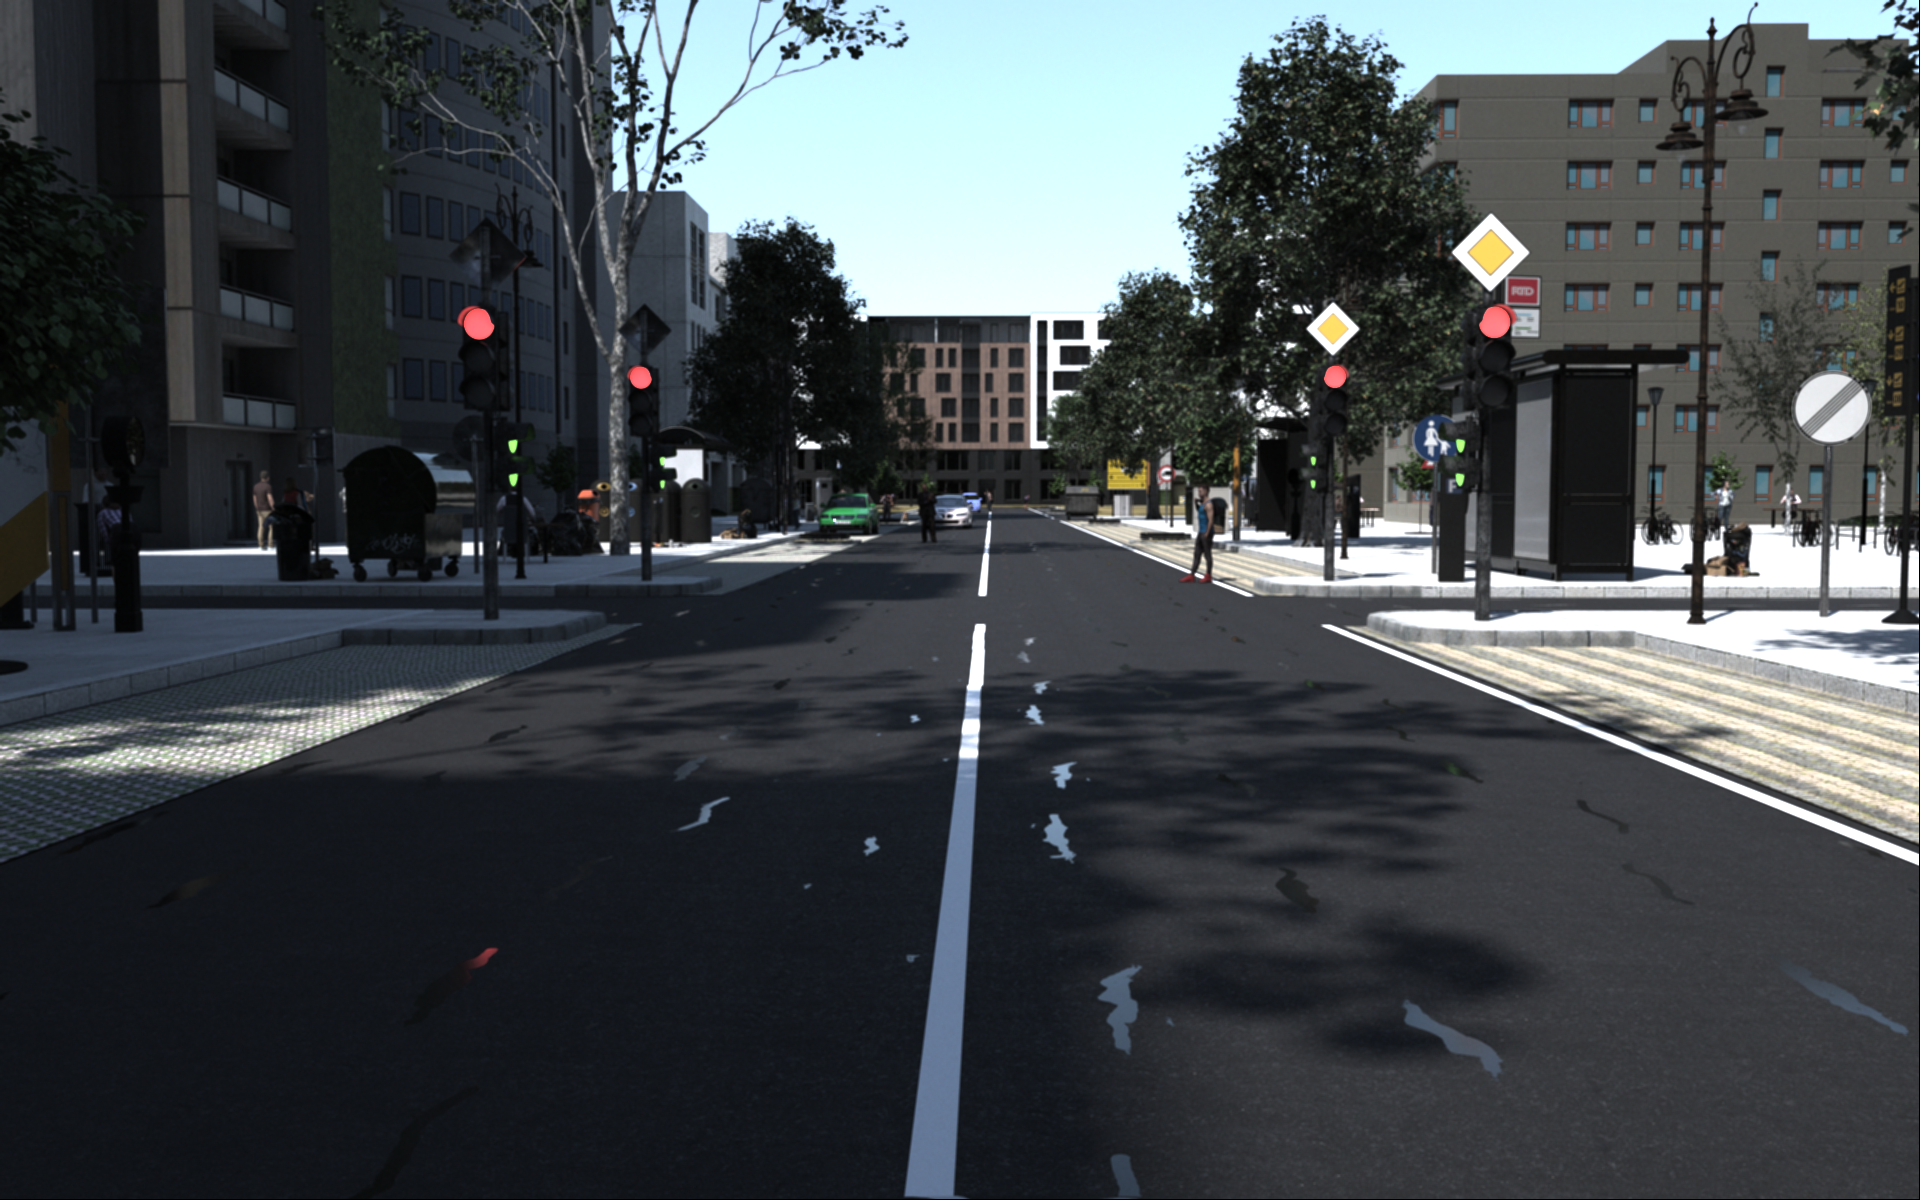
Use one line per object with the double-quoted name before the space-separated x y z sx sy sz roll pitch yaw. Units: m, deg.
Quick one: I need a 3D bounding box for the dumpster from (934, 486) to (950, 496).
"dumpster" -1.923 -9.969 167.939 1.985 2.255 1.502 0 4 2

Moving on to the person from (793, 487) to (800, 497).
"person" -11.864 -7.229 124.254 1.348 1.823 0.705 3 5 42

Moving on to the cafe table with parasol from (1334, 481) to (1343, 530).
"cafe table with parasol" 12.947 -3.511 62.277 2.610 1.966 2.610 0 4 -4

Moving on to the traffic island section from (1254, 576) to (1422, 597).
"traffic island section" 5.464 -0.200 25.548 2.009 0.180 2.903 0 4 1

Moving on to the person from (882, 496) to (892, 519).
"person" -3.685 -4.680 86.484 0.593 1.643 0.415 -1 4 -14

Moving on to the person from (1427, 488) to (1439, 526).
"person" 19.068 -3.832 69.520 0.431 1.722 0.655 -1 4 -14

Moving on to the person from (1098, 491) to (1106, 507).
"person" 14.690 -10.497 179.750 0.705 1.869 1.348 -3 5 -43

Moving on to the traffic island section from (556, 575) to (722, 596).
"traffic island section" -4.675 -0.211 25.739 2.009 0.180 2.903 0 4 1

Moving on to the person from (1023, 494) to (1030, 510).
"person" 5.912 -8.635 152.909 0.421 1.427 0.697 -3 4 -36

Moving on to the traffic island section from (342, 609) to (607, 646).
"traffic island section" -4.822 0.277 17.755 2.009 0.180 2.903 0 4 1

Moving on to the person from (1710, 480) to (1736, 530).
"person" 25.106 -3.067 56.914 0.841 1.734 0.376 0 4 4

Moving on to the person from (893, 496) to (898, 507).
"person" -6.655 -10.246 174.280 1.217 1.735 0.721 3 5 43

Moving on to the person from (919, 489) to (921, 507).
"person" -3.953 -10.246 173.581 0.705 1.821 1.348 -1 4 -14

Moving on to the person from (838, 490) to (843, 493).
"person" -9.821 -8.421 144.255 0.617 1.759 0.750 1 4 19

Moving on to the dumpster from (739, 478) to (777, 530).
"dumpster" -7.228 -3.449 62.154 1.264 1.857 1.865 0 4 1

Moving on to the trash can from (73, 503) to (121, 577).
"trash can" -13.366 -0.934 26.932 0.748 1.137 0.748 0 3 0

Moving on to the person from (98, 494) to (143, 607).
"person" -10.735 -0.634 22.102 0.697 1.427 0.421 3 5 41

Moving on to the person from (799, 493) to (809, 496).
"person" -13.728 -8.874 151.818 1.217 1.739 0.721 -1 4 -19

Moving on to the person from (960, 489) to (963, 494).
"person" 0.132 -8.129 141.435 0.705 1.821 1.348 0 4 -4

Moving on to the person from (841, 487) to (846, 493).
"person" -8.461 -7.267 125.394 0.617 1.759 0.750 -1 4 -8

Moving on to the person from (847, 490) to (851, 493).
"person" -8.873 -7.979 137.964 0.415 1.643 0.593 0 4 4

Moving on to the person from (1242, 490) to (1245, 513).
"person" 18.573 -6.680 115.125 0.599 1.838 0.709 -3 5 -41

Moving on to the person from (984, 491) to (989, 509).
"person" 2.570 -9.374 162.564 0.742 1.727 0.445 2 4 27

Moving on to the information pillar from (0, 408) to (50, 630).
"information pillar" -8.935 -1.531 16.384 0.504 3.616 0.183 -1 4 -15

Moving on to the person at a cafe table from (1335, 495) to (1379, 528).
"person at a cafe table" 15.023 -3.417 66.726 1.726 1.238 1.698 0 4 -6

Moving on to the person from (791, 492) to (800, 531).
"person" -5.785 -3.127 61.080 0.435 1.345 0.340 2 4 31

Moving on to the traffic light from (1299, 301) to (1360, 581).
"traffic light" 5.425 -2.233 25.434 0.839 4.253 0.868 0 4 1

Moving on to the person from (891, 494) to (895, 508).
"person" -6.388 -9.458 163.912 0.421 1.427 0.697 1 4 18

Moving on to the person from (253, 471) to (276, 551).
"person" -15.780 -2.035 39.441 0.598 1.807 0.434 3 4 37

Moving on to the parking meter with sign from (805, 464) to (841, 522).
"parking meter with sign" -6.346 -5.165 80.707 1.738 3.016 0.543 -2 4 -27

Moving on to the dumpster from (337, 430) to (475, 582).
"dumpster" -8.296 -1.437 25.982 1.502 2.255 1.985 0 4 1

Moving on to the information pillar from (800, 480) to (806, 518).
"information pillar" -8.497 -5.457 93.707 0.304 2.012 0.304 -1 4 -9

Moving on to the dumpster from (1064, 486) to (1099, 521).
"dumpster" 6.587 -5.235 93.801 1.865 1.857 1.264 0 4 1

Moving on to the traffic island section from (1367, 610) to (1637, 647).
"traffic island section" 5.317 0.289 17.564 2.009 0.180 2.903 0 4 1

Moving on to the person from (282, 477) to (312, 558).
"person" -13.356 -1.658 34.855 0.444 1.614 0.593 -3 5 -42

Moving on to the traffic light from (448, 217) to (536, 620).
"traffic light" -4.782 -1.755 17.619 0.839 4.253 0.868 0 4 1

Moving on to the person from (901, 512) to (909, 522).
"person" -2.790 -4.210 87.803 0.357 0.543 0.381 2 4 32

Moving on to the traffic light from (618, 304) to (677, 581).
"traffic light" -4.635 -2.244 25.603 0.839 4.253 0.868 0 4 1

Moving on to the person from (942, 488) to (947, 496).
"person" -0.716 -5.457 98.253 0.750 1.759 0.617 2 4 26

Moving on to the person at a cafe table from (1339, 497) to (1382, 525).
"person at a cafe table" 16.432 -3.874 71.861 1.698 1.524 1.622 0 4 -3

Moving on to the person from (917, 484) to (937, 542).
"person" -0.956 -2.574 51.266 0.565 1.739 0.600 -2 4 -29

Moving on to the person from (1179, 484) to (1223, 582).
"person" 3.921 -1.087 28.143 0.662 1.594 0.647 -1 4 -20

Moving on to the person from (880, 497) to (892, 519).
"person" -3.787 -4.763 88.594 0.614 1.554 0.590 0 4 -3

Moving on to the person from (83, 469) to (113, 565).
"person" -15.192 -1.497 30.659 0.789 1.805 0.875 2 4 34

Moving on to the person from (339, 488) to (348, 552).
"person" -13.667 -1.960 38.819 0.376 1.734 0.841 -2 4 -26

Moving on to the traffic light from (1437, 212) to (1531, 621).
"traffic light" 5.278 -1.745 17.451 0.839 4.253 0.868 0 4 1

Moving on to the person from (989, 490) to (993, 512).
"person" 2.495 -7.869 137.869 0.721 1.736 1.217 1 4 11

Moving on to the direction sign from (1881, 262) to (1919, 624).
"direction sign" 9.372 -1.536 17.106 0.379 3.537 0.876 0 4 -2

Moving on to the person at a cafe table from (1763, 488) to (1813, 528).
"person at a cafe table" 31.357 -3.485 65.489 1.698 1.524 1.622 2 4 29

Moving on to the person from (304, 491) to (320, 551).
"person" -14.572 -1.762 38.755 0.340 1.345 0.435 0 4 -4
